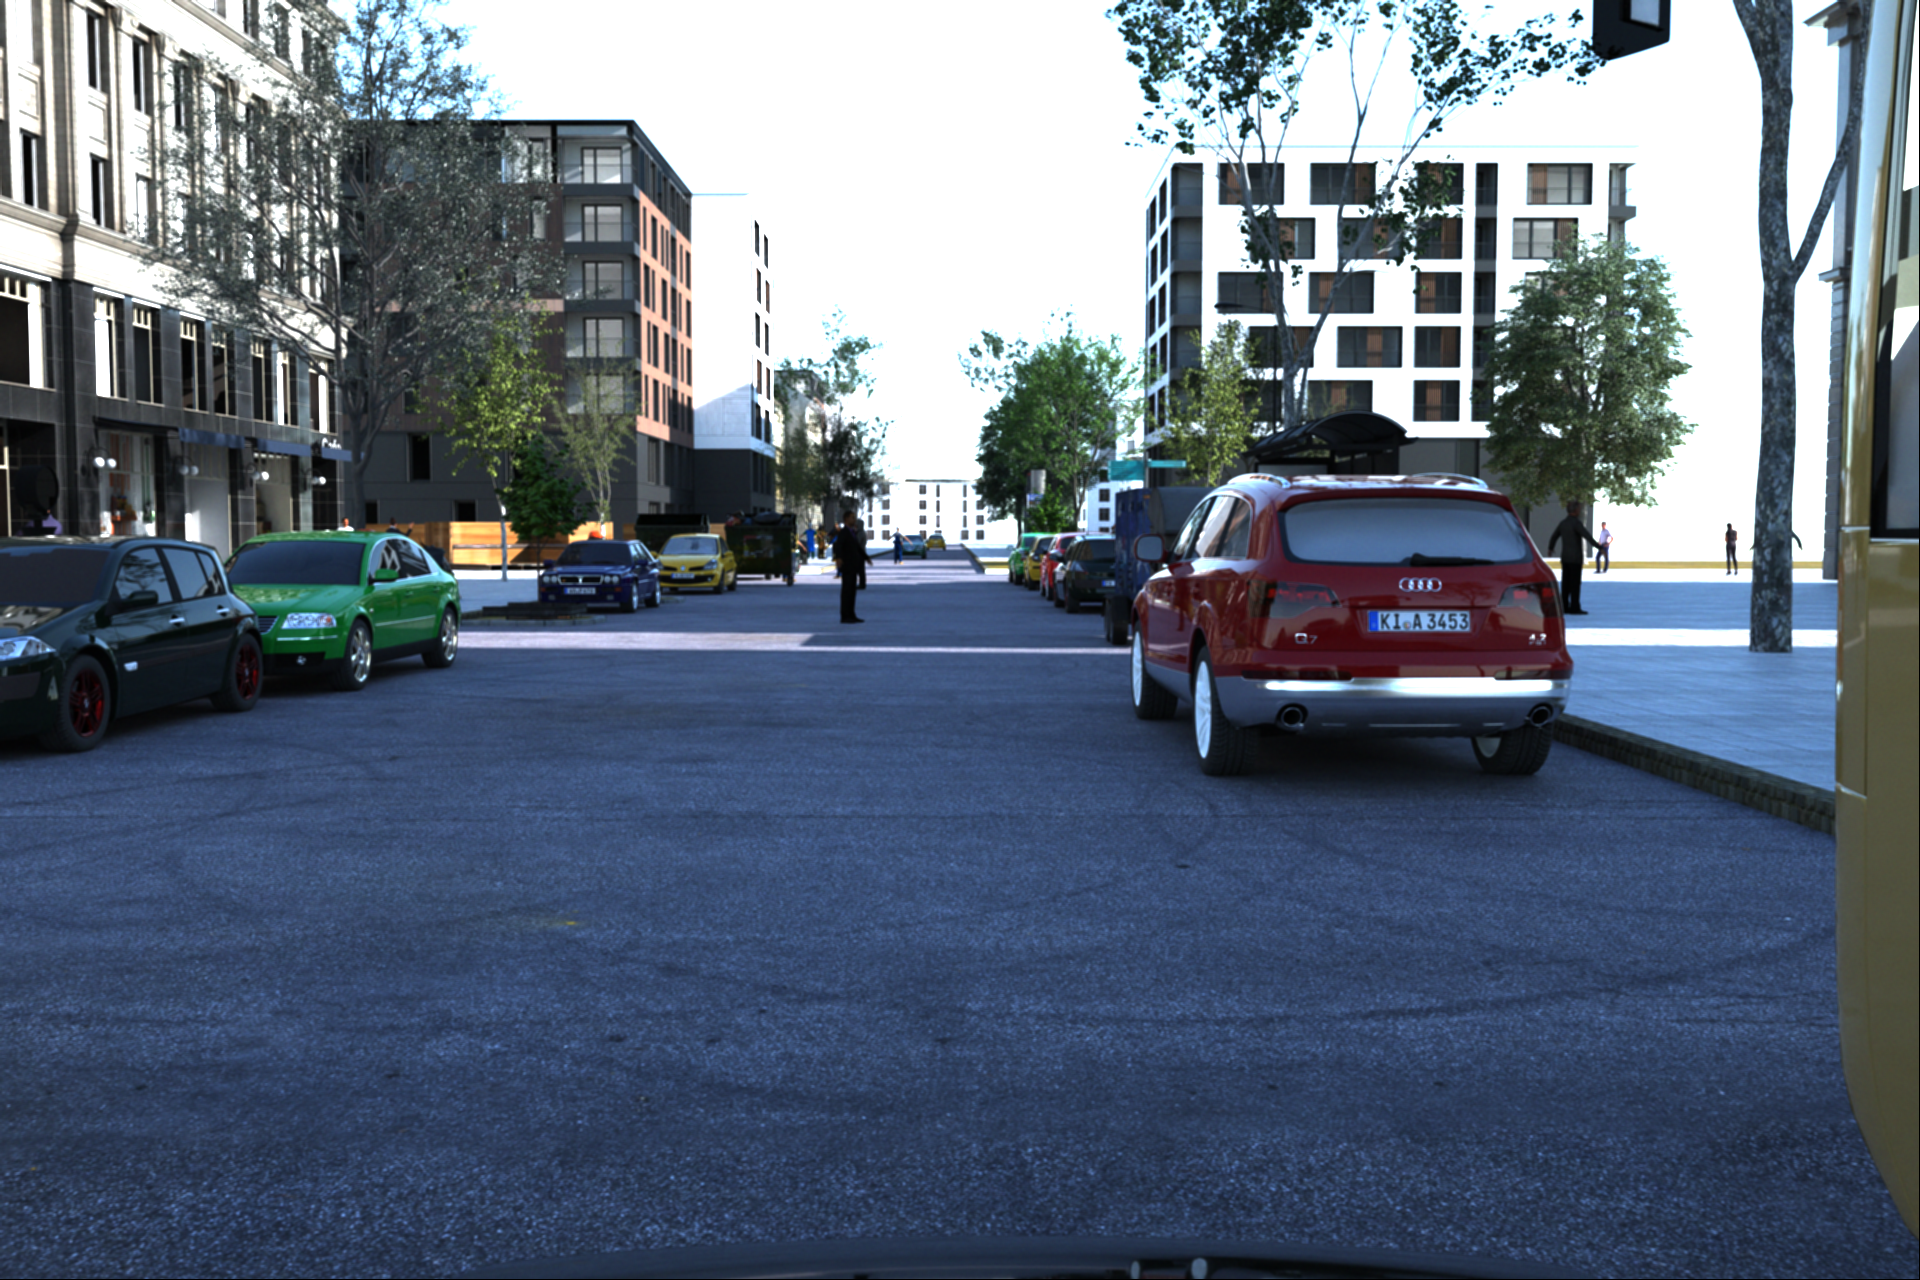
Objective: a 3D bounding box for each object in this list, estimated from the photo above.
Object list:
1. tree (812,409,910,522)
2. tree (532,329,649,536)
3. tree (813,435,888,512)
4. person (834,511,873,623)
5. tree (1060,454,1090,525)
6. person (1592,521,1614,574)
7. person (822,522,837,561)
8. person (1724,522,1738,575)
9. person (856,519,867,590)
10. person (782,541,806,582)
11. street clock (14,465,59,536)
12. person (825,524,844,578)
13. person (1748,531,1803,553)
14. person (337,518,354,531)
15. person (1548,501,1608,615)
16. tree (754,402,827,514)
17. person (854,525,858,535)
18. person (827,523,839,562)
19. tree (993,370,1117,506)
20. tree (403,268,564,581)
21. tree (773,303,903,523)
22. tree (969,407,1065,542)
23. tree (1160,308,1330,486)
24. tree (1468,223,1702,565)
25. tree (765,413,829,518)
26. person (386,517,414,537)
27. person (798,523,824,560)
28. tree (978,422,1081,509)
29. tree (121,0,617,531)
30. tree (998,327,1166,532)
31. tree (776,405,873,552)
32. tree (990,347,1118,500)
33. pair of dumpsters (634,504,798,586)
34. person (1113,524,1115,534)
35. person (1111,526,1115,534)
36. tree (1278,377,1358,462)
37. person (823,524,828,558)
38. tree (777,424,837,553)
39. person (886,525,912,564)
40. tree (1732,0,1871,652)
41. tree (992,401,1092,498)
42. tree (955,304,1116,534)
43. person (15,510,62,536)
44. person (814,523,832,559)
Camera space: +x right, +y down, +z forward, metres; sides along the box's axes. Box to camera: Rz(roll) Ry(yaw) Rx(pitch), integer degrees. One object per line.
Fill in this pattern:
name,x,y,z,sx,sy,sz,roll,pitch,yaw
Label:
tree,-9.940,-15.816,168.956,12.009,13.543,11.850,0,3,0
tree,-12.530,-6.808,61.676,4.360,8.622,3.978,0,3,0
tree,-10.333,-13.656,157.687,8.767,10.594,7.601,2,4,30
person,-1.763,-1.178,27.942,0.704,1.802,1.346,1,4,20
tree,18.047,-21.642,260.500,9.857,13.997,8.962,0,3,0
person,20.841,-3.007,56.138,0.436,1.711,0.756,0,4,-7
person,-5.899,-4.685,82.371,1.354,1.856,0.705,-1,4,-18
person,24.033,-2.843,54.000,0.415,1.643,0.593,3,5,44
person,-2.599,-2.221,44.895,0.705,1.813,1.348,1,4,9
person,-5.173,-2.684,52.203,0.705,1.847,1.347,3,4,38
street clock,-9.703,-0.837,18.254,0.358,2.002,0.471,0,3,0
person,-3.928,-2.889,56.154,0.721,1.772,1.216,3,5,39
person,16.514,-1.724,35.025,1.217,1.735,0.721,-1,4,-11
person,-19.934,-3.062,56.226,1.344,1.810,0.704,-2,4,-35
person,9.831,-1.319,27.746,0.705,1.807,1.348,-1,4,-20
tree,-9.962,-9.010,97.679,4.360,8.622,3.978,0,3,0
person,-5.820,-5.541,96.784,1.347,1.806,0.705,1,4,9
person,-5.686,-4.510,79.878,0.704,1.812,1.346,-3,4,-36
tree,5.837,-11.079,106.891,9.928,11.665,9.643,0,3,0
tree,-12.528,-5.894,46.723,4.737,8.622,4.395,0,3,0
tree,-11.099,-17.665,144.706,12.611,20.169,13.585,0,3,0
tree,5.390,-15.342,157.491,9.857,13.997,8.962,0,3,0
tree,11.736,-8.388,71.558,7.601,10.594,8.767,1,4,10
tree,26.129,-10.143,72.501,9.857,13.997,8.962,0,3,0
tree,-10.061,-9.408,104.181,4.360,8.622,3.978,0,3,0
person,-14.771,-2.377,45.712,0.742,1.727,0.445,-1,4,-10
person,-7.545,-4.966,87.323,1.347,1.817,0.704,0,4,-1
tree,5.382,-11.956,129.894,8.767,10.594,7.601,0,4,7
tree,-12.491,-7.680,35.945,12.009,13.543,11.850,0,3,0
tree,5.899,-9.768,85.460,9.928,11.665,9.643,0,3,0
tree,-10.168,-11.736,126.288,8.767,10.594,7.601,2,4,28
tree,5.194,-10.393,95.675,9.928,11.665,9.643,0,3,0
pair of dumpsters,-6.712,-2.620,47.780,4.436,2.255,1.574,0,3,0
person,7.628,-4.818,85.039,0.705,1.796,1.348,-1,4,-9
person,8.811,-5.747,100.762,0.721,1.733,1.217,2,4,31
tree,17.177,-7.956,80.445,4.360,8.622,3.978,0,3,0
person,-7.200,-5.195,91.076,1.345,1.843,0.704,2,4,31
tree,-10.009,-10.097,115.448,4.360,8.622,3.978,0,3,0
person,-2.944,-4.553,82.757,1.347,1.847,0.705,1,4,20
tree,7.459,-9.907,17.864,12.611,20.169,13.585,0,3,0
tree,5.692,-11.826,119.106,9.928,11.665,9.643,0,3,0
tree,6.753,-17.453,141.250,12.611,20.169,13.585,0,3,0
person,-13.022,-1.093,24.361,0.568,1.767,0.683,1,4,21
person,-7.135,-5.106,89.243,0.705,1.858,1.354,3,5,42
